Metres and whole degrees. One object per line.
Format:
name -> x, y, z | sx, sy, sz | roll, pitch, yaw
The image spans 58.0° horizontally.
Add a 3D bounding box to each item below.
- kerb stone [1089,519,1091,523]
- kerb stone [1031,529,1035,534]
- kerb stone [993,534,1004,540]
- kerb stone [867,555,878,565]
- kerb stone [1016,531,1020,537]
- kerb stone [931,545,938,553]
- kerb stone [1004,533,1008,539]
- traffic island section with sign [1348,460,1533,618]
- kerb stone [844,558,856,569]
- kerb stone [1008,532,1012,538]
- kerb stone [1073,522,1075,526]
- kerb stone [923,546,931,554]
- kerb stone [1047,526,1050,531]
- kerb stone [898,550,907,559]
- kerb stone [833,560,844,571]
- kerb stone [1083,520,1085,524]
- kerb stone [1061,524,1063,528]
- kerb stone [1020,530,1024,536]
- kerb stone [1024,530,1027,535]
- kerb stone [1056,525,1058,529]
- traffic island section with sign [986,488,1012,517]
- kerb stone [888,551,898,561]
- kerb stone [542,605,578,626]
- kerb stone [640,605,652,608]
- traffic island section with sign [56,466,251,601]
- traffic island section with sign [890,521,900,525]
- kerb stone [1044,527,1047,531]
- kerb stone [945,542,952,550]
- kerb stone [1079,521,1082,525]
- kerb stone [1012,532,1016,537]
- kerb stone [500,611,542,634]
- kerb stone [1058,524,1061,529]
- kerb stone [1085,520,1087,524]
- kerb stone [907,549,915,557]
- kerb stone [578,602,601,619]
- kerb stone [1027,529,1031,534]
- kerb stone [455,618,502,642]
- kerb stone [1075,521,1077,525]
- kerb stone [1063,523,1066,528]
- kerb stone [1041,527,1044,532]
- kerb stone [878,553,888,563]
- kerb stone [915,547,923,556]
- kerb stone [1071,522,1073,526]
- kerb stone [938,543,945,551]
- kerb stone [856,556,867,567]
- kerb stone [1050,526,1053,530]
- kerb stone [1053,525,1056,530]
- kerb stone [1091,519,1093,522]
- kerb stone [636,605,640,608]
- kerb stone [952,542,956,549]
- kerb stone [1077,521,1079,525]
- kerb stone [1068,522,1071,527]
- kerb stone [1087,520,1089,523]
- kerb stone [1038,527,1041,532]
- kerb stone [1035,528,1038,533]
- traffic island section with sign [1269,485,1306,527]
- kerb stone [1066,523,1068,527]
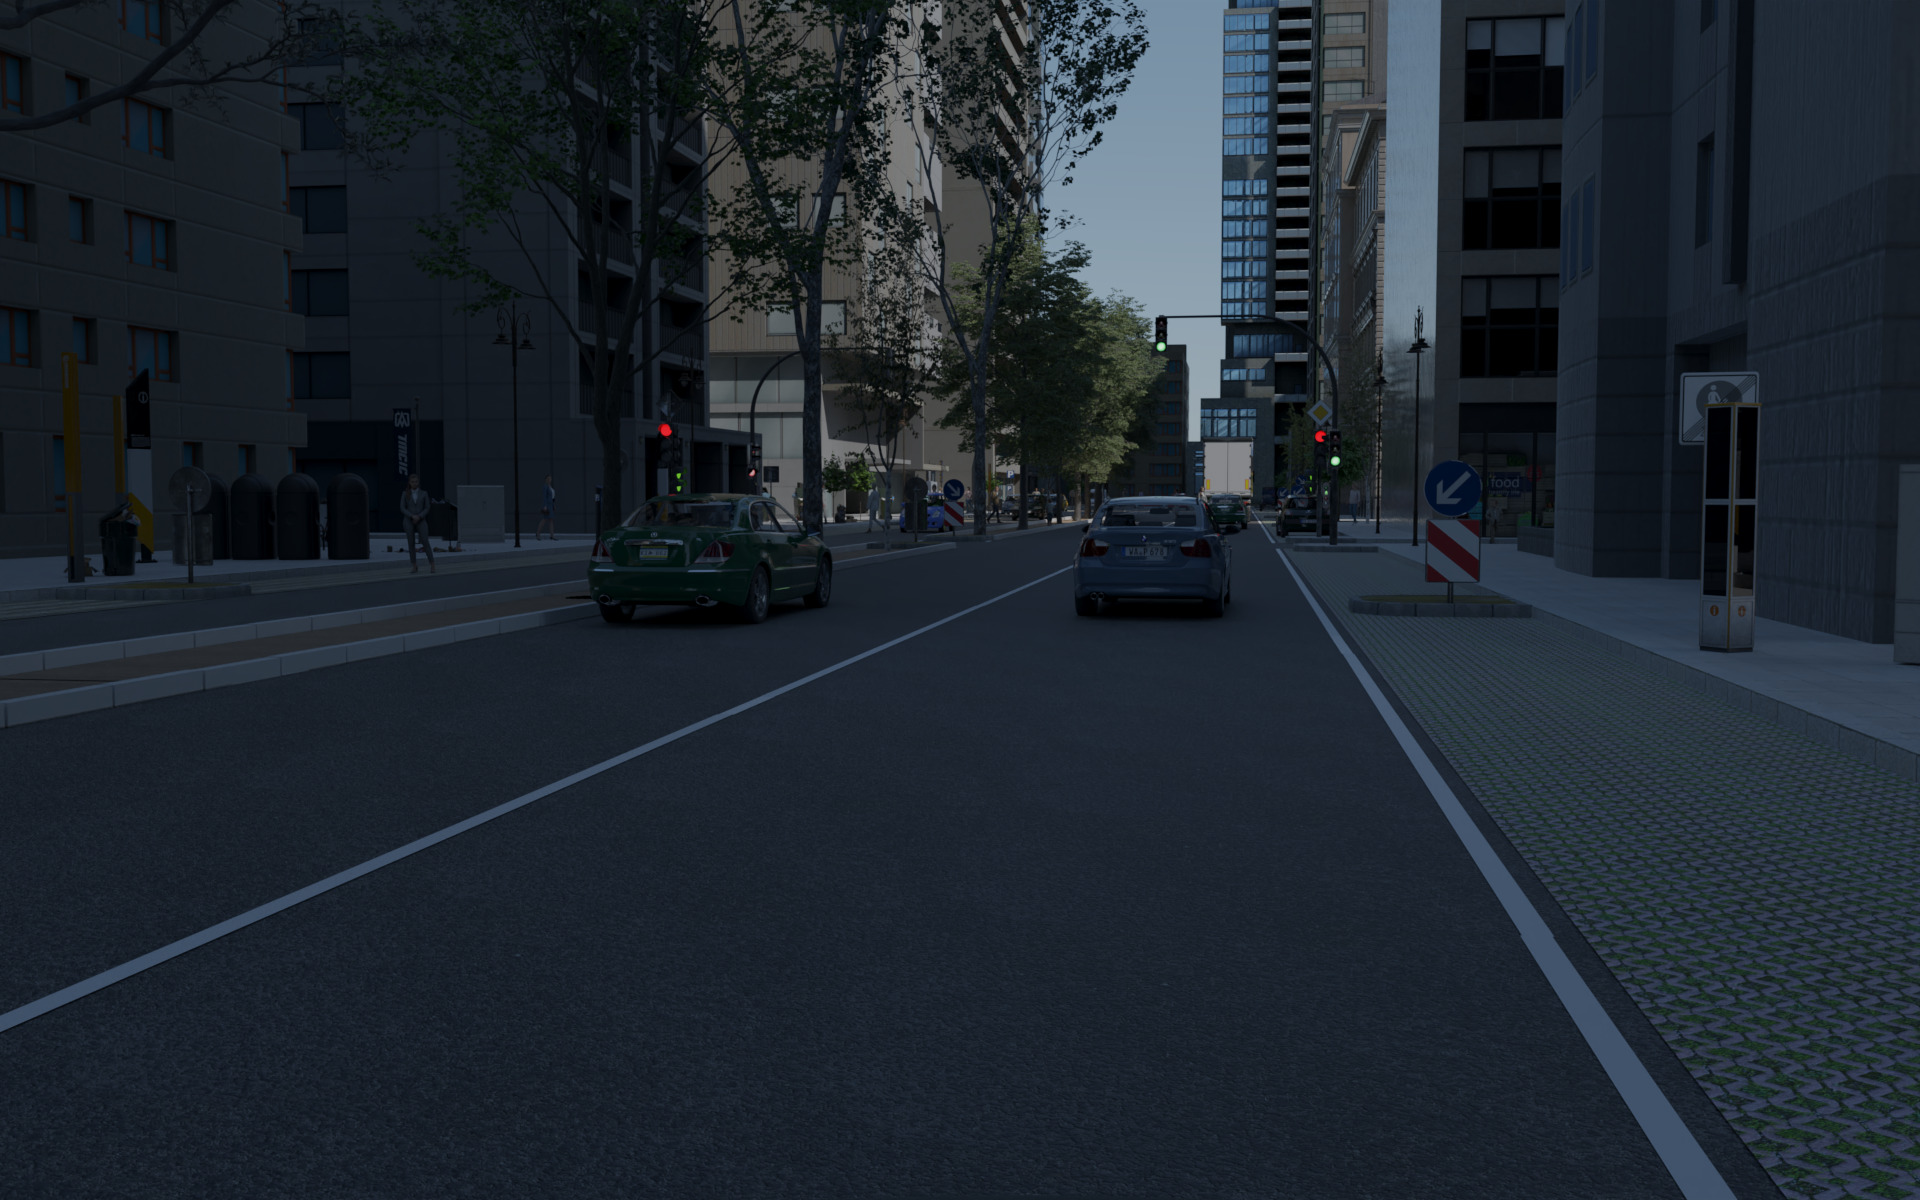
kerb stone -> 6.237, -3.875, 85.548 | 0.120, 0.150, 1.000 | 1, 4, 9
kerb stone -> 2.470, -2.448, 62.265 | 0.120, 0.150, 1.000 | 1, 4, 9
kerb stone -> 1.158, -1.955, 54.166 | 0.120, 0.150, 1.000 | 1, 4, 9
kerb stone -> -1.890, -0.808, 35.400 | 0.120, 0.150, 1.000 | 1, 4, 9
kerb stone -> 1.820, -2.200, 58.211 | 0.120, 0.150, 1.000 | 1, 4, 9
kerb stone -> -0.744, -1.240, 42.472 | 0.120, 0.150, 1.000 | 1, 4, 9
kerb stone -> 1.310, -2.010, 55.178 | 0.120, 0.150, 1.000 | 1, 4, 9
traffic island section with sign -> 5.758, -0.755, 20.968 | 1.989, 1.847, 2.006 | 1, 4, 9
kerb stone -> -2.223, -0.684, 33.383 | 0.120, 0.150, 1.000 | 1, 4, 9
kerb stone -> 1.479, -2.079, 56.185 | 0.120, 0.150, 1.000 | 1, 4, 9
kerb stone -> 4.932, -3.379, 77.434 | 0.120, 0.150, 1.000 | 1, 4, 9
kerb stone -> -0.900, -1.178, 41.461 | 0.120, 0.150, 1.000 | 1, 4, 9
kerb stone -> 3.291, -2.760, 67.324 | 0.120, 0.150, 1.000 | 1, 4, 9
kerb stone -> -1.397, -0.993, 38.431 | 0.120, 0.150, 1.000 | 1, 4, 9
kerb stone -> -2.392, -0.618, 32.372 | 0.120, 0.150, 1.000 | 1, 4, 9
kerb stone -> 5.750, -3.689, 82.505 | 0.120, 0.150, 1.000 | 1, 4, 9
kerb stone -> 4.109, -3.069, 72.381 | 0.120, 0.150, 1.000 | 1, 4, 9
kerb stone -> 1.973, -2.263, 59.232 | 0.120, 0.150, 1.000 | 1, 4, 9
kerb stone -> 2.132, -2.327, 60.242 | 0.120, 0.150, 1.000 | 1, 4, 9
kerb stone -> 3.786, -2.939, 70.355 | 0.120, 0.150, 1.000 | 1, 4, 9
traffic island section with sign -> 2.315, -5.994, 106.635 | 1.989, 1.847, 2.006 | 1, 4, 9
kerb stone -> -1.561, -0.929, 37.417 | 0.120, 0.150, 1.000 | 1, 4, 9
kerb stone -> -4.513, 0.182, 19.222 | 0.120, 0.150, 1.000 | 1, 4, 9
kerb stone -> -4.024, -0.003, 22.249 | 0.120, 0.150, 1.000 | 1, 4, 9
traffic island section with sign -> -11.062, -0.947, 24.116 | 1.989, 1.847, 2.006 | 1, 4, 9
traffic island section with sign -> -2.078, -4.340, 79.586 | 1.989, 1.847, 2.006 | 1, 4, 9
kerb stone -> 3.121, -2.698, 66.314 | 0.120, 0.150, 1.000 | 1, 4, 9
kerb stone -> -0.413, -1.364, 44.497 | 0.120, 0.150, 1.000 | 1, 4, 9
kerb stone -> 5.431, -3.565, 80.478 | 0.120, 0.150, 1.000 | 1, 4, 9
kerb stone -> 1.654, -2.140, 57.202 | 0.120, 0.150, 1.000 | 1, 4, 9
kerb stone -> -4.679, 0.244, 18.214 | 0.120, 0.150, 1.000 | 1, 4, 9
kerb stone -> 3.942, -3.007, 71.368 | 0.120, 0.150, 1.000 | 1, 4, 9
kerb stone -> 5.914, -3.750, 83.515 | 0.120, 0.150, 1.000 | 1, 4, 9
kerb stone -> -1.233, -1.055, 39.440 | 0.120, 0.150, 1.000 | 1, 4, 9
kerb stone -> -4.359, 0.120, 20.232 | 0.120, 0.150, 1.000 | 1, 4, 9
kerb stone -> 2.305, -2.389, 61.256 | 0.120, 0.150, 1.000 | 1, 4, 9
kerb stone -> -4.848, 0.306, 17.203 | 0.120, 0.150, 1.000 | 1, 4, 9
kerb stone -> 5.092, -3.441, 78.452 | 0.120, 0.150, 1.000 | 1, 4, 9
kerb stone -> 4.274, -3.125, 73.393 | 0.120, 0.150, 1.000 | 1, 4, 9
kerb stone -> 2.957, -2.637, 65.305 | 0.120, 0.150, 1.000 | 1, 4, 9
kerb stone -> -1.719, -0.867, 36.407 | 0.120, 0.150, 1.000 | 1, 4, 9
kerb stone -> -1.066, -1.117, 40.451 | 0.120, 0.150, 1.000 | 1, 4, 9
kerb stone -> 4.763, -3.317, 76.426 | 0.120, 0.150, 1.000 | 1, 4, 9
kerb stone -> -0.577, -1.302, 43.488 | 0.120, 0.150, 1.000 | 1, 4, 9
kerb stone -> -2.053, -0.744, 34.391 | 0.120, 0.150, 1.000 | 1, 4, 9
kerb stone -> 3.450, -2.821, 68.338 | 0.120, 0.150, 1.000 | 1, 4, 9
kerb stone -> 3.624, -2.884, 69.345 | 0.120, 0.150, 1.000 | 1, 4, 9
kerb stone -> 6.408, -3.931, 86.561 | 0.120, 0.150, 1.000 | 1, 4, 9
kerb stone -> -4.190, 0.058, 21.240 | 0.120, 0.150, 1.000 | 1, 4, 9
kerb stone -> -0.251, -1.422, 45.506 | 0.120, 0.150, 1.000 | 1, 4, 9
kerb stone -> 5.251, -3.502, 79.465 | 0.120, 0.150, 1.000 | 1, 4, 9
kerb stone -> 4.599, -3.255, 75.414 | 0.120, 0.150, 1.000 | 1, 4, 9
kerb stone -> 6.086, -3.813, 84.536 | 0.120, 0.150, 1.000 | 1, 4, 9
kerb stone -> 2.802, -2.571, 64.291 | 0.120, 0.150, 1.000 | 1, 4, 9
kerb stone -> 2.629, -2.511, 63.275 | 0.120, 0.150, 1.000 | 1, 4, 9
traffic island section with sign -> 14.660, -4.111, 75.844 | 1.989, 1.847, 2.006 | 1, 4, 9
kerb stone -> 4.438, -3.193, 74.405 | 0.120, 0.150, 1.000 | 1, 4, 9
